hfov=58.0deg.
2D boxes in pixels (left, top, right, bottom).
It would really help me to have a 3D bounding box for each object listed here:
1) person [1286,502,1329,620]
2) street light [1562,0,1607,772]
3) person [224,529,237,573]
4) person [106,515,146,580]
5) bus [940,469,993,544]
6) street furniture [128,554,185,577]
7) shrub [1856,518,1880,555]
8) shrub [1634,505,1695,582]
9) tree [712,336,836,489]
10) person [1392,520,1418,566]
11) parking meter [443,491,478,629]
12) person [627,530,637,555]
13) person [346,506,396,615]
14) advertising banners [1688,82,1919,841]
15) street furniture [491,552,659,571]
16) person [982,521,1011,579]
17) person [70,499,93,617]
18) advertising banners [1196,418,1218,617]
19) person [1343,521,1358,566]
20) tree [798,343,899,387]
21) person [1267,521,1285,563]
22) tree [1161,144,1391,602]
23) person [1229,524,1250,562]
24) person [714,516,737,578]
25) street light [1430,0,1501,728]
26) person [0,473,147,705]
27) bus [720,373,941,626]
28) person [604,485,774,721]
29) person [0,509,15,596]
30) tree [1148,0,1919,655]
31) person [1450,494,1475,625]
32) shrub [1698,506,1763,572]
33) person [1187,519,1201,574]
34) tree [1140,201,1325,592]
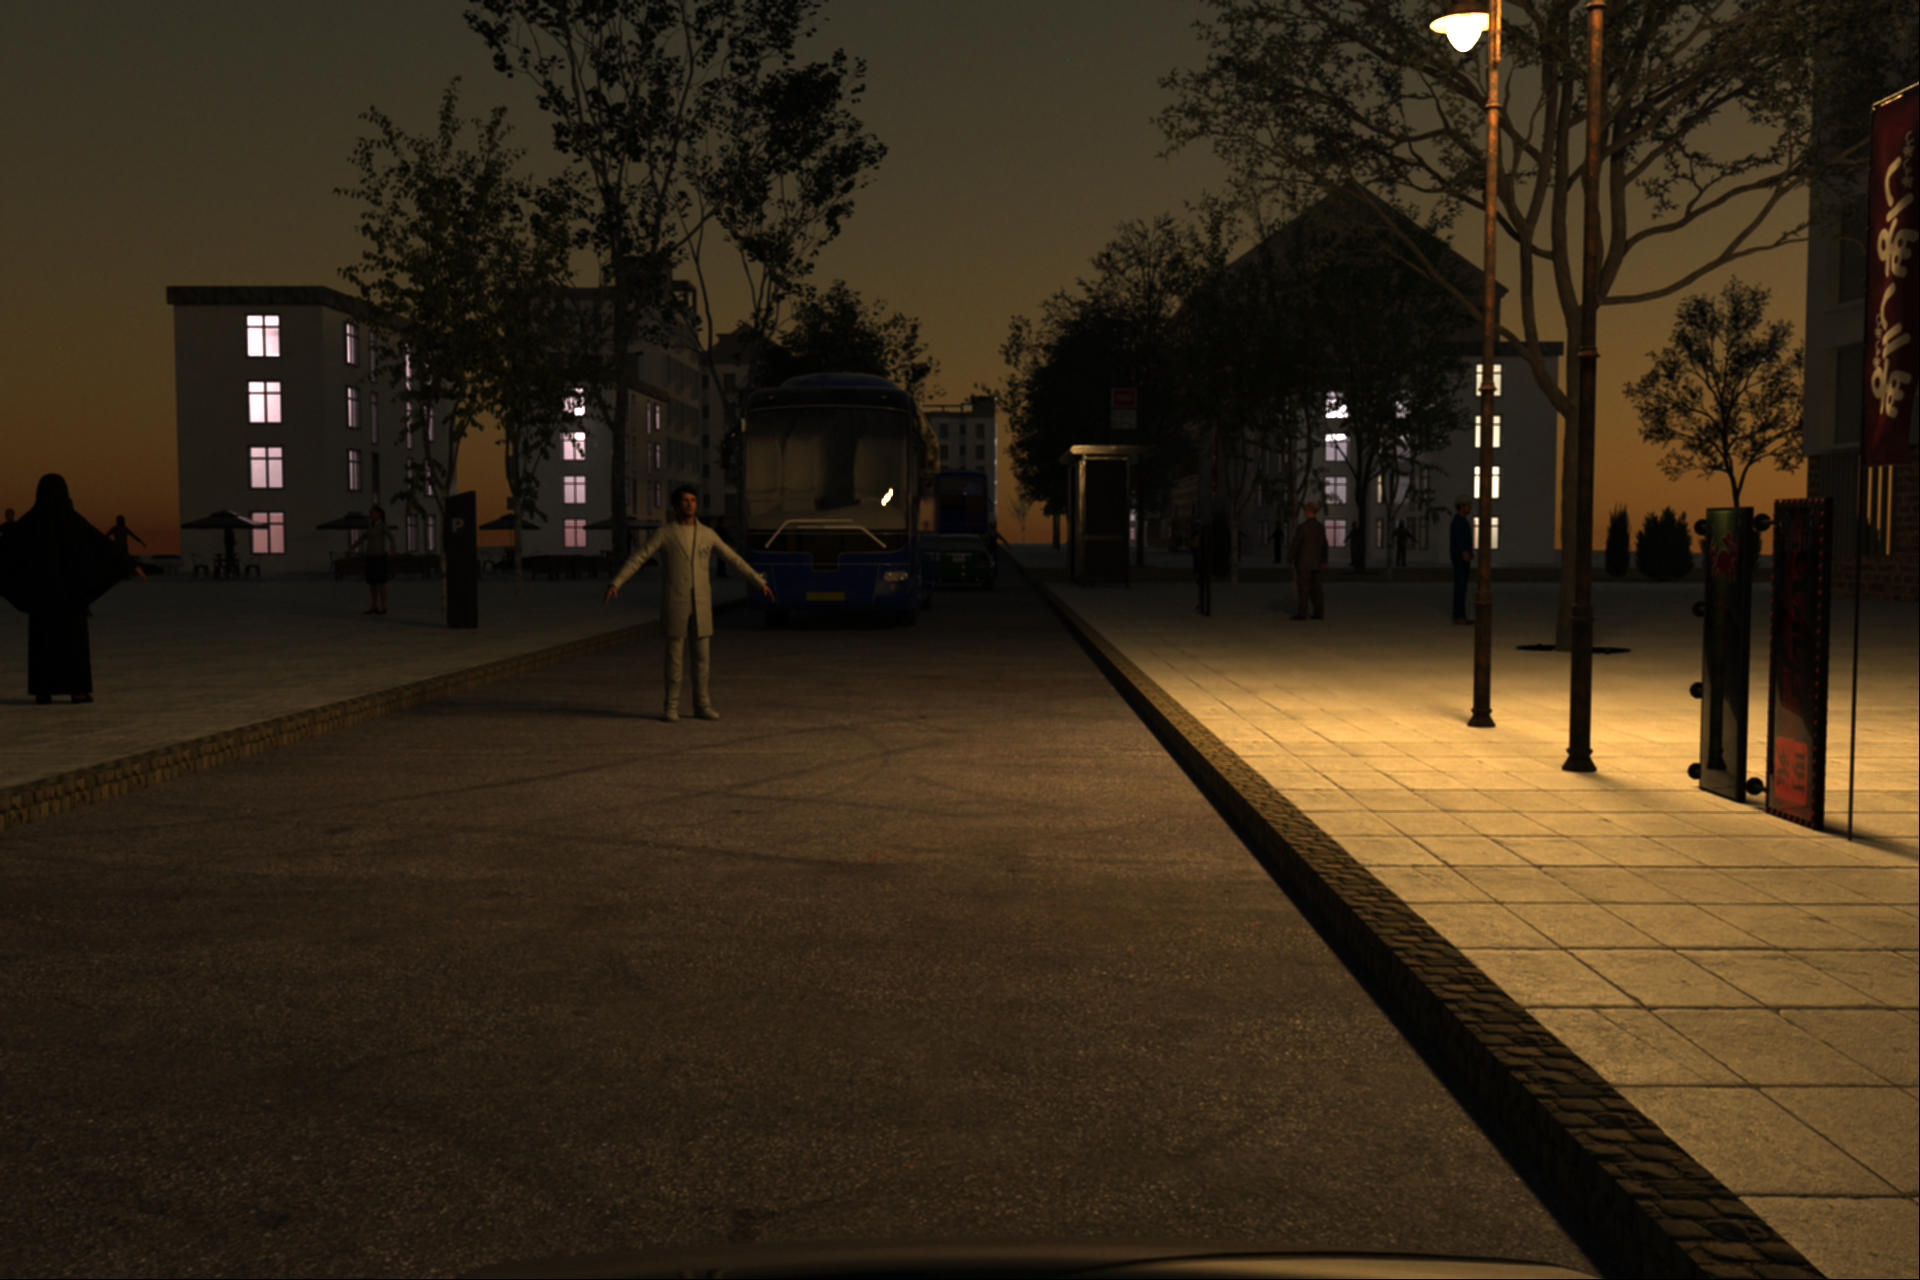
[{"bbox_3d":[5.184,-1.183,25.939,0.990,1.755,0.434,-3,4,-38],"label":"person"},{"bbox_3d":[3.364,-2.229,9.230,0.468,5.910,1.993,0,4,1],"label":"street light"},{"bbox_3d":[-24.051,-3.118,57.123,0.704,1.812,1.346,-2,4,-30],"label":"person"},{"bbox_3d":[-23.598,-2.608,48.763,0.705,1.813,1.348,2,4,32],"label":"person"},{"bbox_3d":[-0.211,-4.453,64.355,2.896,3.916,12.251,0,4,1],"label":"bus"},{"bbox_3d":[-29.100,-2.290,53.073,10.072,0.657,5.734,0,4,2],"label":"street furniture"},{"bbox_3d":[28.080,-3.087,54.507,1.661,2.075,1.752,0,3,0],"label":"shrub"},{"bbox_3d":[19.118,-2.625,46.965,1.661,2.075,1.752,0,3,0],"label":"shrub"},{"bbox_3d":[-8.220,-9.035,82.138,7.601,10.594,8.767,-1,4,-11],"label":"tree"},{"bbox_3d":[17.545,-3.854,68.781,1.354,1.858,0.705,3,5,44],"label":"person"},{"bbox_3d":[-6.779,-1.088,23.500,0.399,1.863,0.255,0,4,2],"label":"parking meter"},{"bbox_3d":[-15.422,-4.572,80.527,0.705,1.856,1.354,1,4,13],"label":"person"},{"bbox_3d":[-9.383,-1.273,27.649,1.217,1.735,0.721,2,4,35],"label":"person"},{"bbox_3d":[3.725,-0.702,7.670,0.090,3.025,2.074,0,4,1],"label":"advertising banners"},{"bbox_3d":[-14.565,-3.063,65.705,5.734,0.657,10.072,0,4,-2],"label":"street furniture"},{"bbox_3d":[1.001,-2.842,54.775,1.347,1.847,0.705,-1,4,-17],"label":"person"},{"bbox_3d":[-13.809,-1.274,26.744,0.599,1.838,0.709,2,4,29],"label":"person"},{"bbox_3d":[3.878,-1.896,27.181,0.090,3.025,2.074,0,4,1],"label":"advertising banners"},{"bbox_3d":[15.956,-3.914,70.262,0.705,1.796,1.348,-1,4,-14],"label":"person"},{"bbox_3d":[-7.747,-12.589,112.484,9.857,13.997,8.962,0,3,0],"label":"tree"},{"bbox_3d":[13.925,-4.291,76.090,0.705,1.837,1.347,-1,4,-22],"label":"person"},{"bbox_3d":[6.519,-5.023,32.481,4.360,8.622,3.978,0,3,0],"label":"tree"},{"bbox_3d":[12.978,-4.543,80.997,1.216,1.740,0.721,2,4,30],"label":"person"},{"bbox_3d":[-7.016,-2.752,51.185,0.705,1.806,1.347,1,4,22],"label":"person"},{"bbox_3d":[3.481,-2.361,11.383,0.468,5.910,1.993,0,4,1],"label":"street light"},{"bbox_3d":[-6.823,-0.388,13.138,1.214,1.737,0.721,-1,4,-9],"label":"person"},{"bbox_3d":[-1.783,-2.362,30.167,2.896,3.916,12.251,0,4,1],"label":"bus"},{"bbox_3d":[-2.099,-0.288,13.350,1.347,1.806,0.705,-2,4,-26],"label":"person"},{"bbox_3d":[-19.514,-1.796,35.590,1.348,1.803,0.705,0,4,-3],"label":"person"},{"bbox_3d":[6.582,-6.614,18.512,12.009,13.543,11.850,0,3,0],"label":"tree"},{"bbox_3d":[7.180,-1.150,24.688,0.705,1.842,1.347,1,4,19],"label":"person"},{"bbox_3d":[21.459,-2.703,48.243,1.661,2.075,1.752,0,3,0],"label":"shrub"},{"bbox_3d":[7.615,-3.055,56.412,0.721,1.772,1.216,2,4,24],"label":"person"},{"bbox_3d":[6.038,-5.353,37.886,4.737,8.622,4.395,0,3,0],"label":"tree"}]
